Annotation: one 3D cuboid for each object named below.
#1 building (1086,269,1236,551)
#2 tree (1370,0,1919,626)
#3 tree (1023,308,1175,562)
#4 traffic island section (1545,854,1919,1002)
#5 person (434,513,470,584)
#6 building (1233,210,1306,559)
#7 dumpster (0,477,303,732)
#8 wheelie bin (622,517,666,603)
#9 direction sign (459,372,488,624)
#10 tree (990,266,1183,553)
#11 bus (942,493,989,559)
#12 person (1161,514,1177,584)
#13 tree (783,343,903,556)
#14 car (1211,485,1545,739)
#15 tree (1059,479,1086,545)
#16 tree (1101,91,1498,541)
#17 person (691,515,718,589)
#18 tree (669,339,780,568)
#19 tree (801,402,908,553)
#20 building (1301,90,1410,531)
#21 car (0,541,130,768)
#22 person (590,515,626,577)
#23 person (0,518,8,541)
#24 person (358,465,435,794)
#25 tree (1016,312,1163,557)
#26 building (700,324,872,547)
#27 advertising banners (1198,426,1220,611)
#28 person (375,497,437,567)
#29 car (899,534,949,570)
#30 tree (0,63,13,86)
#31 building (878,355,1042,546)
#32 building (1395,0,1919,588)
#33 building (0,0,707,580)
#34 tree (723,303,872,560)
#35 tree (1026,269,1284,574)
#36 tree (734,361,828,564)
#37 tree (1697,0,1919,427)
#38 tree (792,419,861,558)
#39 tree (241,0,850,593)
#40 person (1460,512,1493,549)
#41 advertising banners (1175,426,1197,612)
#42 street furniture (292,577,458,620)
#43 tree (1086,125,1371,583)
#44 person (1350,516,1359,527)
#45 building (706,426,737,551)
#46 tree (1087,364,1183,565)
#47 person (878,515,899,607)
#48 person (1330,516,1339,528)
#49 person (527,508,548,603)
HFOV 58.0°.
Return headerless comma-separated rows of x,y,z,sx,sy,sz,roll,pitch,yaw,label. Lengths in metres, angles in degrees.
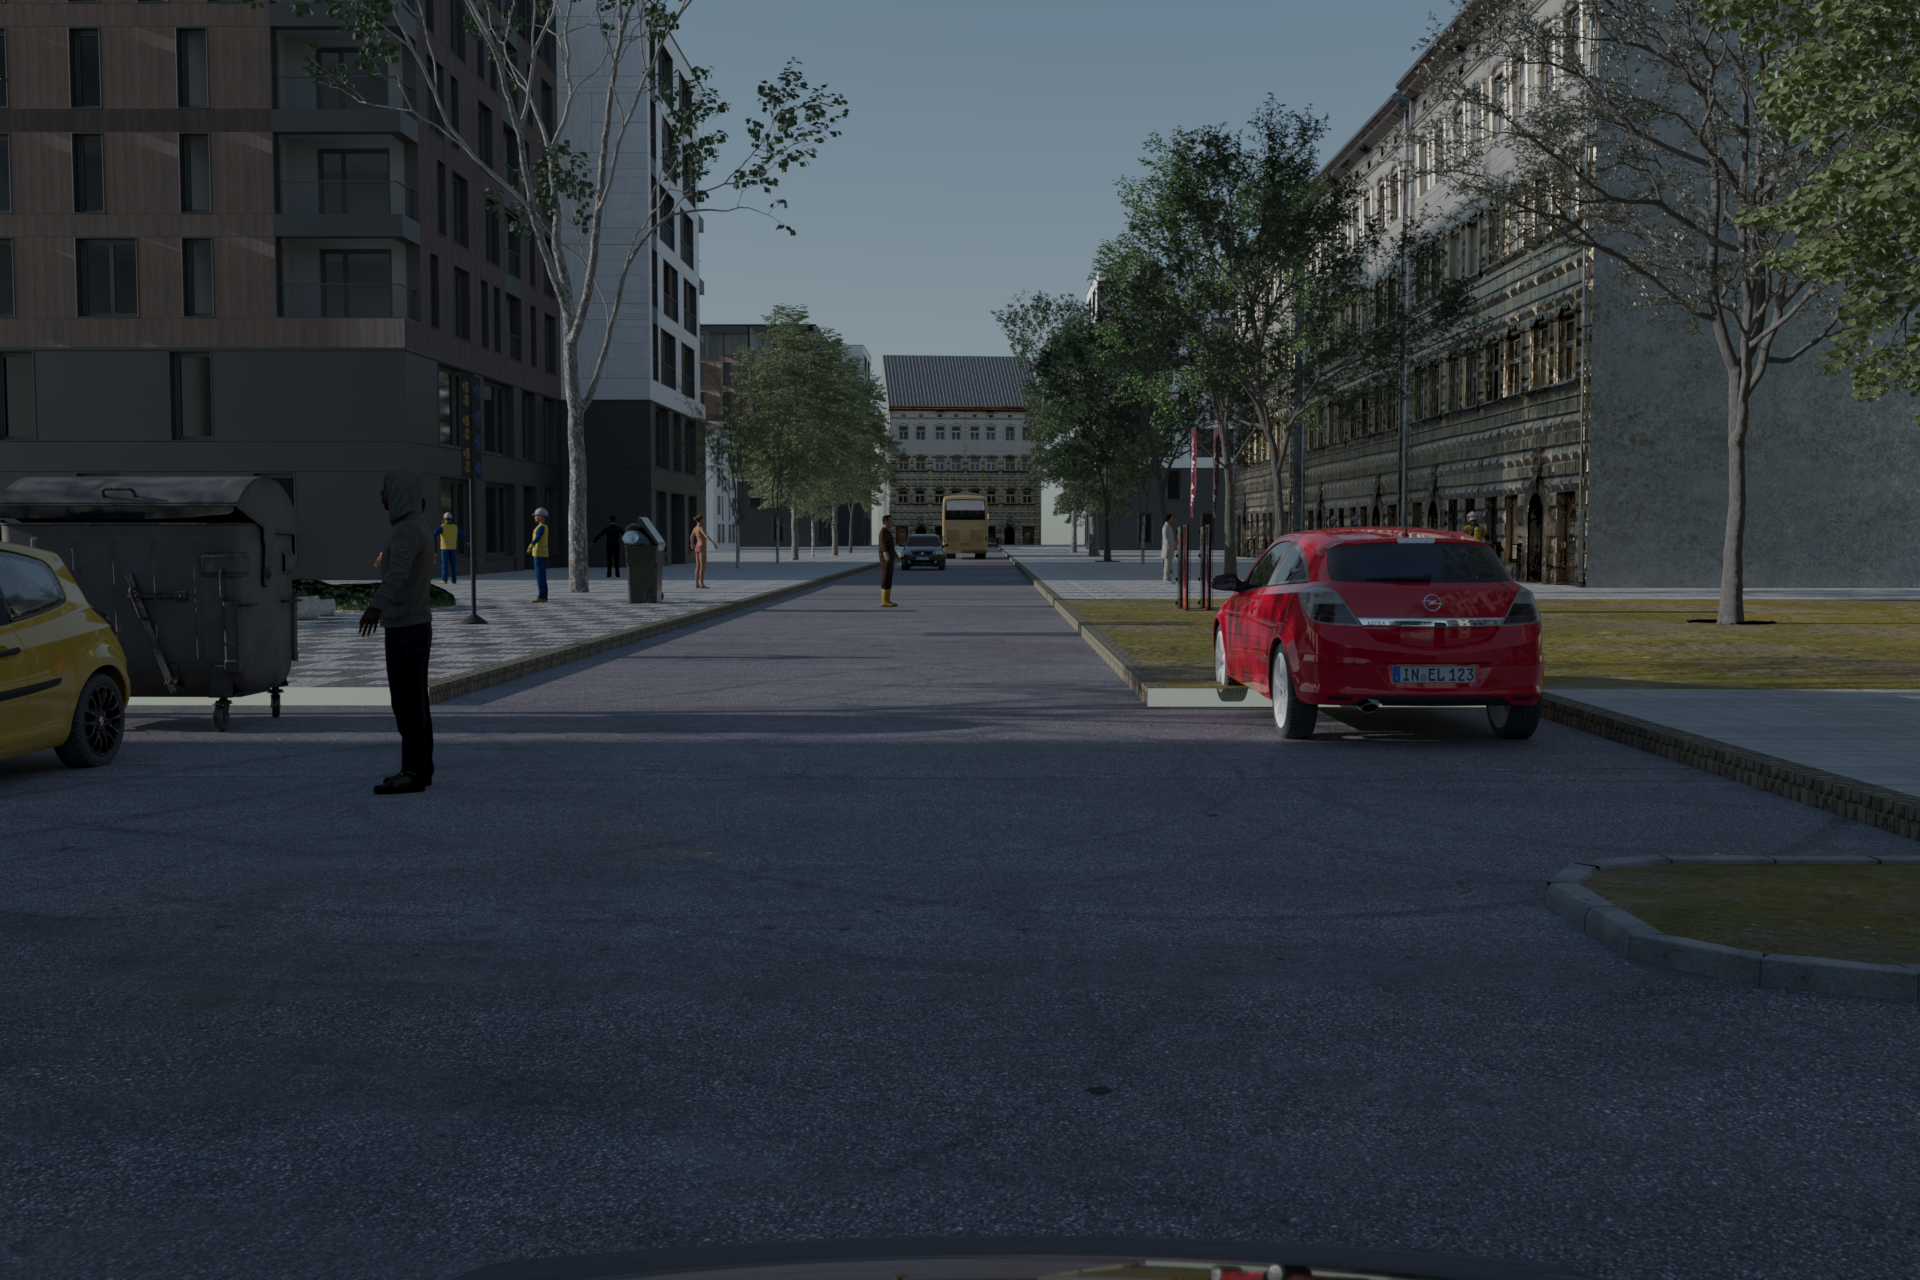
24.726,-18.724,150.115,27.936,21.610,32.646,0,4,1,building
11.072,-6.968,24.291,12.009,13.543,11.850,0,3,0,tree
6.736,-9.435,80.023,9.928,11.665,9.643,0,3,0,tree
3.249,1.014,6.291,1.991,0.108,1.994,0,4,1,traffic island section
-13.165,-2.360,44.549,1.349,1.833,0.705,-3,4,-36,person
24.711,-15.770,88.774,19.493,23.208,18.063,0,4,1,building
-6.051,-0.292,12.984,1.865,1.857,1.264,0,4,1,dumpster
-5.881,-1.486,32.207,0.693,1.594,0.980,0,4,3,wheelie bin
-6.955,-1.999,24.684,0.379,3.537,0.876,0,4,1,direction sign
8.784,-16.030,117.976,12.611,20.169,13.585,0,3,0,tree
0.323,-6.774,102.309,2.896,3.916,12.252,0,4,0,bus
5.429,-2.366,44.874,0.705,1.806,1.347,1,4,15,person
-7.074,-11.303,102.931,7.486,12.596,7.792,0,3,0,tree
3.119,-0.279,13.599,2.155,1.783,4.494,0,4,0,car
15.320,-17.542,204.939,7.486,12.596,7.792,0,3,0,tree
6.771,-6.204,35.846,8.767,10.594,7.601,1,4,17,tree
-6.056,-2.086,40.910,0.721,1.733,1.217,-3,4,-37,person
-8.100,-6.989,64.628,4.360,8.622,3.978,0,3,0,tree
-7.451,-11.110,116.066,8.767,10.594,7.601,0,4,8,tree
24.679,-14.546,68.763,19.493,23.208,18.063,0,4,0,building
-6.137,0.057,9.290,2.015,1.641,3.980,0,4,1,car
-10.272,-2.773,51.278,1.347,1.837,0.705,-1,4,-12,person
-18.292,-1.636,32.943,1.347,1.806,0.705,2,4,33,person
-3.121,-0.068,9.691,0.705,1.813,1.348,-1,4,-9,person
7.685,-11.753,98.825,9.857,13.997,8.962,0,3,0,tree
-24.363,-20.855,184.959,27.936,21.610,32.646,0,4,1,building
4.201,-2.023,29.261,0.090,3.025,2.074,0,4,1,advertising banners
-6.392,-0.817,20.075,0.721,1.740,1.216,1,4,13,person
-1.449,-3.671,69.802,2.009,1.686,4.222,0,4,1,car
-11.328,-4.833,13.436,7.601,10.594,8.767,-1,4,-14,tree
-0.413,-23.159,212.034,18.063,23.208,19.493,0,4,-7,building
24.195,-13.353,49.250,19.493,23.208,18.063,0,4,1,building
-25.745,-13.440,63.715,27.936,21.610,32.646,0,4,0,building
-8.115,-10.261,85.901,7.486,12.596,7.792,0,3,0,tree
6.634,-7.452,56.256,8.767,10.594,7.601,-2,4,-24,tree
-8.127,-7.607,74.730,4.360,8.622,3.978,0,3,0,tree
9.647,-5.797,12.916,7.486,12.596,7.792,0,3,0,tree
-8.218,-8.819,94.545,4.360,8.622,3.978,0,3,0,tree
-8.202,-11.018,36.035,12.611,20.169,13.585,0,3,0,tree
13.135,-2.369,44.507,1.354,1.858,0.705,-1,4,-14,person
3.793,-2.010,29.056,0.090,3.025,2.074,0,3,0,advertising banners
-11.776,-0.755,27.970,5.734,0.657,10.072,0,4,5,street furniture
6.896,-7.274,44.690,9.928,11.665,9.643,0,3,0,tree
11.465,-2.693,50.156,1.347,1.817,0.704,-2,4,-33,person
-23.460,-12.592,148.027,9.099,9.664,28.070,0,4,0,building
7.488,-7.406,71.456,4.737,8.622,4.395,0,3,0,tree
-1.401,-1.559,34.092,0.704,1.812,1.346,0,4,6,person
11.567,-2.925,53.673,0.705,1.847,1.347,-1,4,-18,person
-7.956,-1.595,32.539,0.721,1.772,1.216,0,4,-3,person
